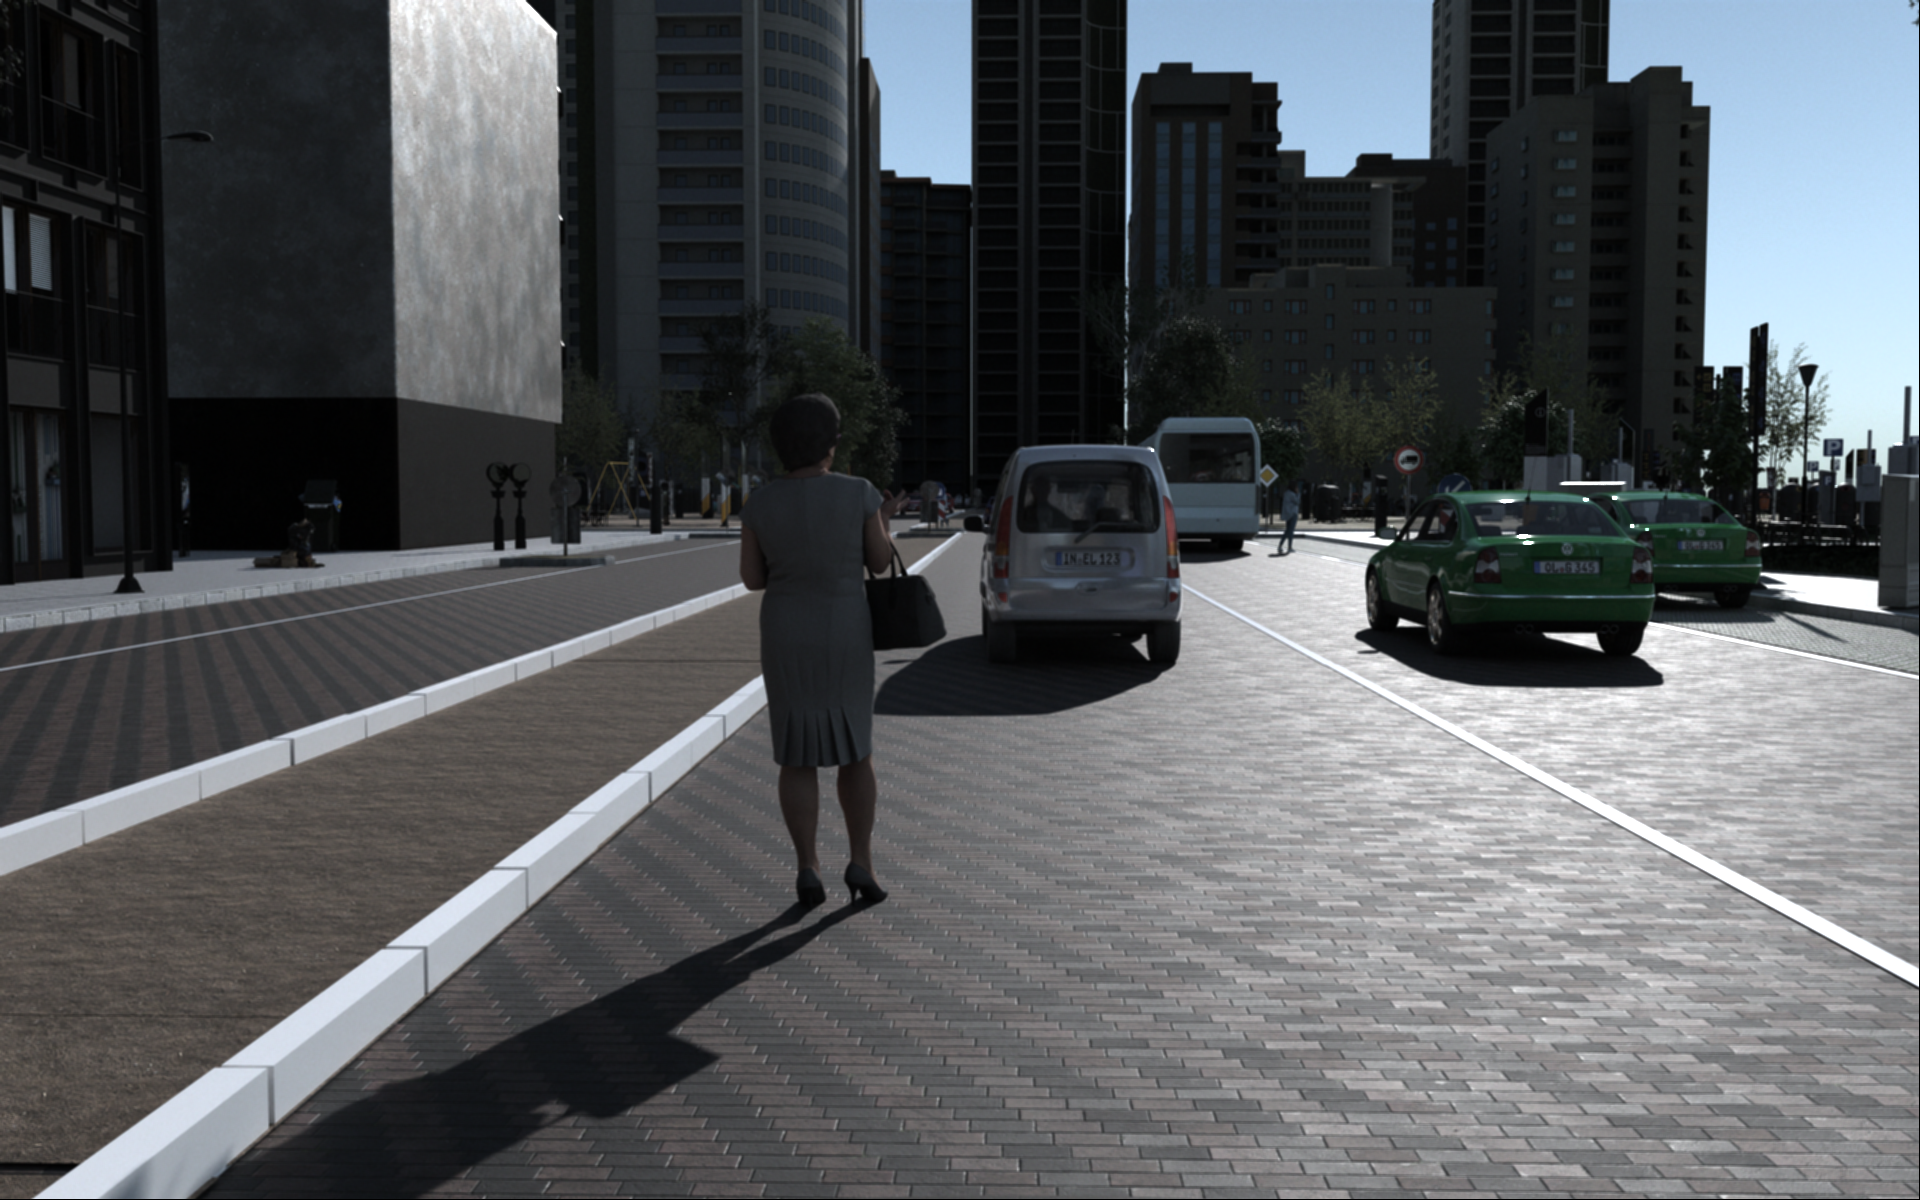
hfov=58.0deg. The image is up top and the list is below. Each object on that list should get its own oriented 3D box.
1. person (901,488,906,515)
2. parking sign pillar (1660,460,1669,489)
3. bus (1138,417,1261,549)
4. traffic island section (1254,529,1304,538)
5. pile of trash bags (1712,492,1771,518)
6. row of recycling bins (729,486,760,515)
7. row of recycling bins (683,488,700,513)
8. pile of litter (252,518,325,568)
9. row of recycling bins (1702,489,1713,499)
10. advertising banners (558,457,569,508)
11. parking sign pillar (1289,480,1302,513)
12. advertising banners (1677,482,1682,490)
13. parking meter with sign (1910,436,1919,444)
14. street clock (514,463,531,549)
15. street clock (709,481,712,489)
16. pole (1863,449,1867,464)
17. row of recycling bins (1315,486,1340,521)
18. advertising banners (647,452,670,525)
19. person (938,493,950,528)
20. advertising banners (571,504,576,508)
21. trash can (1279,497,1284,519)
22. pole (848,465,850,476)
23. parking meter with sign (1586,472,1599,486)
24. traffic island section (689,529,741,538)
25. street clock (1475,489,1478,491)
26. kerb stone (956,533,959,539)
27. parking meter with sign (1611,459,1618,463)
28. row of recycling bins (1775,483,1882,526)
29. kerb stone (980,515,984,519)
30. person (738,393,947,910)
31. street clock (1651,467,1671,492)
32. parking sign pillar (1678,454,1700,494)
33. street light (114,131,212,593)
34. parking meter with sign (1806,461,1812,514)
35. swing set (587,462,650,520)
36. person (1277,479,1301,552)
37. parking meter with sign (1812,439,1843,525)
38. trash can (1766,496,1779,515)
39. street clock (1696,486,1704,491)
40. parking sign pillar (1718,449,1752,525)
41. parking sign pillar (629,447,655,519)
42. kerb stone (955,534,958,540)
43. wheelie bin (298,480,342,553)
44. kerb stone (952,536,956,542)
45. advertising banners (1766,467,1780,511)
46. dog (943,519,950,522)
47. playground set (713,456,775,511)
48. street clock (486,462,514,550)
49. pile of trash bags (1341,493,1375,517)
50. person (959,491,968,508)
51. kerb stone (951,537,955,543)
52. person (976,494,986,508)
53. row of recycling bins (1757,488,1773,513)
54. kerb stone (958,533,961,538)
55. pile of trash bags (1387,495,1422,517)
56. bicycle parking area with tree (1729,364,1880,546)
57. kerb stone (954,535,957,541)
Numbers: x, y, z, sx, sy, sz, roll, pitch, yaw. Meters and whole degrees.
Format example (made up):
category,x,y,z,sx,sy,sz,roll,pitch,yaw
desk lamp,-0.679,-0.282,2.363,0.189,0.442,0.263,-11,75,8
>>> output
category,x,y,z,sx,sy,sz,roll,pitch,yaw
person,-3.910,-6.718,118.149,0.447,1.846,0.655,0,4,8
parking sign pillar,55.058,-9.028,136.077,1.447,3.967,1.447,-2,4,-24
bus,6.326,-3.260,48.154,2.948,3.499,13.247,0,4,4
traffic island section,10.121,-2.129,57.082,2.009,0.180,2.903,0,4,2
pile of trash bags,42.196,-5.164,94.190,3.447,1.369,1.912,1,4,21
row of recycling bins,-13.074,-6.085,106.602,1.069,1.692,3.534,2,4,33
row of recycling bins,-18.809,-6.919,120.231,1.069,1.692,3.534,0,4,7
pile of litter,-11.825,-1.009,30.462,1.176,0.858,1.719,-2,4,-26
row of recycling bins,58.290,-7.838,135.264,3.534,1.692,1.069,1,4,23
advertising banners,-18.748,-5.233,81.746,0.090,3.025,2.074,-1,4,-22
parking sign pillar,22.809,-7.972,118.818,1.447,3.967,1.447,0,4,6
advertising banners,44.606,-6.715,105.975,2.074,3.025,0.090,-1,4,-21
parking meter with sign,28.466,-3.370,51.363,0.543,3.016,1.738,2,4,25
street clock,-10.319,-2.205,40.622,0.471,2.002,0.358,-3,5,-42
street clock,-13.974,-5.594,96.031,0.471,2.002,0.358,-1,4,-22
pole,40.908,-5.165,78.291,0.158,3.312,0.155,0,3,0
row of recycling bins,18.165,-4.786,85.356,1.069,1.692,3.534,1,4,19
advertising banners,-12.554,-4.639,72.043,0.090,3.025,2.074,-2,4,-35
person,-0.712,-3.866,71.976,0.793,1.790,0.793,2,4,28
advertising banners,-30.681,-8.497,135.107,2.074,3.025,0.090,3,4,37
trash can,16.017,-4.485,84.985,0.748,1.137,0.748,0,3,0
pole,-7.843,-7.859,122.343,0.158,3.312,0.155,0,3,0
parking meter with sign,50.144,-8.567,136.332,0.543,3.016,1.738,-3,4,-36
traffic island section,-7.762,-2.161,57.616,2.009,0.180,2.903,0,4,2
street clock,33.376,-6.588,112.284,0.471,2.002,0.358,2,4,28
kerb stone,-0.167,-1.856,52.559,0.120,0.150,1.000,0,4,2
parking meter with sign,32.217,-5.422,84.908,0.543,3.016,1.738,1,4,19
row of recycling bins,32.462,-3.512,64.539,3.534,1.692,1.069,1,4,16
kerb stone,1.500,-5.275,108.459,0.120,0.150,1.000,0,4,2
person,-0.402,0.169,6.093,0.716,1.782,0.532,0,4,3
street clock,18.903,-2.578,46.728,0.471,2.002,0.358,-1,4,-21
parking sign pillar,45.935,-7.379,109.126,1.447,3.967,1.447,-3,5,-43
street light,-10.272,-3.046,22.342,1.470,5.913,1.316,0,4,2
parking meter with sign,43.615,-5.599,87.797,0.543,3.016,1.738,-2,4,-24
swing set,-16.925,-5.419,86.222,2.862,2.851,3.119,1,4,12
person,8.098,-2.071,42.631,0.793,1.790,0.793,3,5,43
parking meter with sign,27.864,-3.629,55.598,0.543,3.016,1.738,1,4,18
trash can,50.472,-5.871,107.646,0.748,1.137,0.748,0,3,0
street clock,41.015,-5.594,96.025,0.471,2.002,0.358,1,4,15
parking sign pillar,32.544,-5.143,72.567,1.447,3.967,1.447,-1,4,-12
parking sign pillar,-16.591,-6.235,90.413,1.447,3.967,1.447,-1,4,-19
kerb stone,-0.199,-1.795,51.538,0.120,0.150,1.000,0,4,2
wheelie bin,-14.073,-1.851,38.172,0.980,1.594,0.693,0,4,-3
kerb stone,-0.261,-1.670,49.492,0.120,0.150,1.000,0,4,2
advertising banners,53.366,-7.103,112.323,2.074,3.025,0.090,2,4,31
dog,-0.659,-4.155,88.135,0.748,0.427,0.550,-1,4,-18
playground set,-16.970,-8.828,131.118,5.637,4.214,5.302,0,4,1
street clock,-10.514,-2.133,39.451,0.471,2.002,0.358,-2,4,-32
pile of trash bags,21.255,-5.220,95.100,3.447,1.369,1.912,-2,4,-27
person,0.395,-10.391,178.909,1.217,1.766,0.721,3,5,41
kerb stone,-0.291,-1.607,48.466,0.120,0.150,1.000,0,4,2
person,2.095,-10.197,176.006,1.217,1.735,0.721,0,4,6
row of recycling bins,55.787,-6.924,120.316,1.069,1.692,3.534,0,4,-2
kerb stone,-0.127,-1.915,53.580,0.120,0.150,1.000,0,4,2
pile of trash bags,26.192,-5.463,99.070,3.447,1.369,1.912,0,4,-2
bicycle parking area with tree,21.317,-3.168,38.798,8.231,4.147,9.016,0,4,7
kerb stone,-0.225,-1.732,50.516,0.120,0.150,1.000,0,4,2
